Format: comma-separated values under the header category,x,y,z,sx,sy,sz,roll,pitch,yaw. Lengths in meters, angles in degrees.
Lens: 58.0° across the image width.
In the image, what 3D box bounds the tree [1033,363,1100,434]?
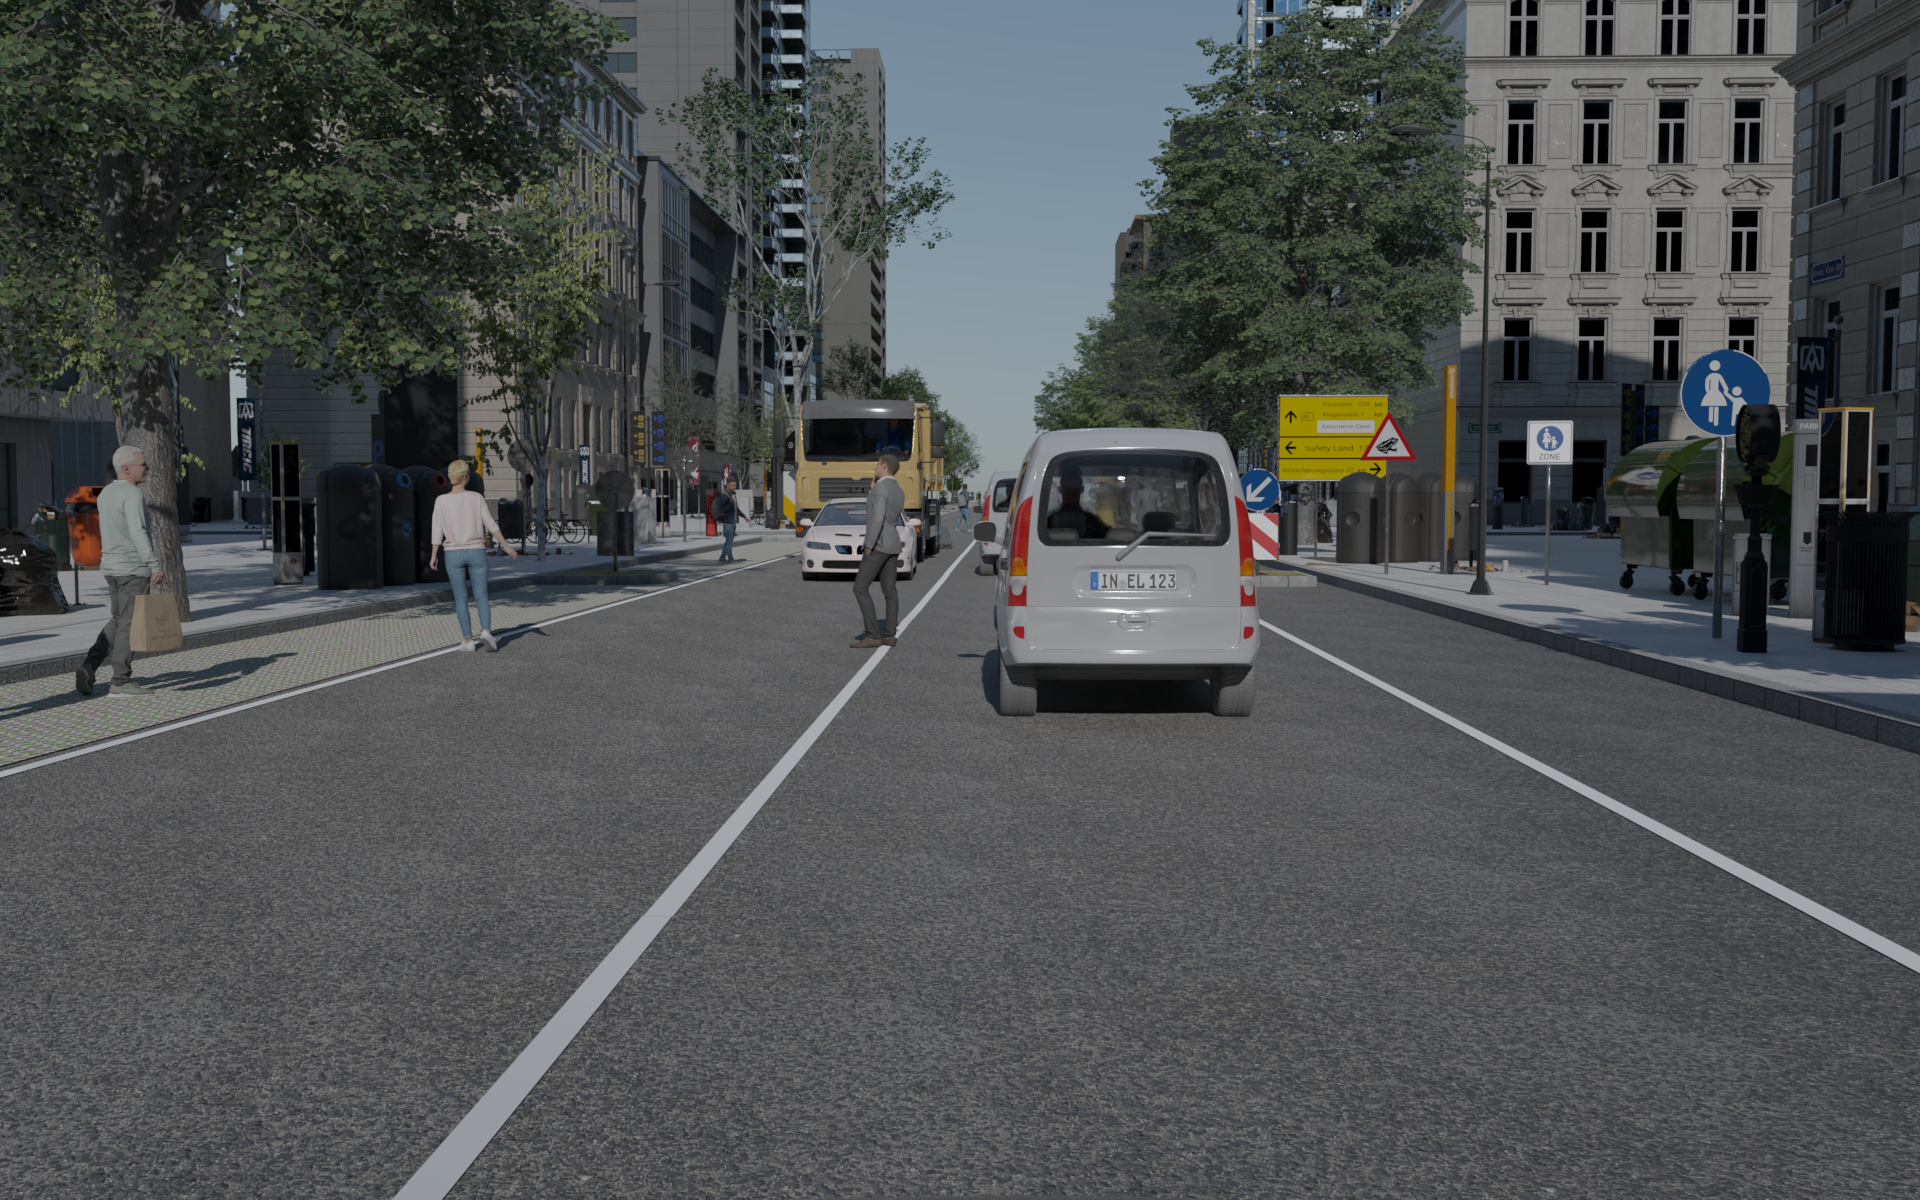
category,x,y,z,sx,sy,sz,roll,pitch,yaw
tree,11.632,-15.979,167.911,9.857,13.997,8.962,0,3,0

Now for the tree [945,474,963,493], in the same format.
category,x,y,z,sx,sy,sz,roll,pitch,yaw
tree,-1.068,-17.925,276.789,4.285,4.588,4.351,0,3,0

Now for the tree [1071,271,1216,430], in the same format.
category,x,y,z,sx,sy,sz,roll,pitch,yaw
tree,9.420,-10.413,88.377,7.486,12.596,7.792,0,3,0

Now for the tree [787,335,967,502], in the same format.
category,x,y,z,sx,sy,sz,roll,pitch,yaw
tree,-5.558,-10.200,101.183,8.767,10.594,7.601,-3,5,-43

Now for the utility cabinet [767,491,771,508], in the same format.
category,x,y,z,sx,sy,sz,roll,pitch,yaw
utility cabinet,-14.400,-7.594,132.846,0.318,1.500,1.173,2,4,25

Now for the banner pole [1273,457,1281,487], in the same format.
category,x,y,z,sx,sy,sz,roll,pitch,yaw
banner pole,18.949,-6.952,103.677,0.863,3.779,0.401,0,4,4

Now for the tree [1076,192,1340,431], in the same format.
category,x,y,z,sx,sy,sz,roll,pitch,yaw
tree,9.550,-9.583,67.053,12.009,13.543,11.850,0,3,0

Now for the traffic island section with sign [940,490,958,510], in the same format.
category,x,y,z,sx,sy,sz,roll,pitch,yaw
traffic island section with sign,-1.458,-9.296,160.624,1.989,1.847,2.006,0,4,2

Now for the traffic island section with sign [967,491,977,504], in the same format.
category,x,y,z,sx,sy,sz,roll,pitch,yaw
traffic island section with sign,2.009,-15.999,270.216,1.989,1.847,2.006,0,4,2

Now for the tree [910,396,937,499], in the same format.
category,x,y,z,sx,sy,sz,roll,pitch,yaw
tree,-4.260,-10.856,127.865,4.360,8.622,3.978,0,3,0

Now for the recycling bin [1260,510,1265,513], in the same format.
category,x,y,z,sx,sy,sz,roll,pitch,yaw
recycling bin,14.270,-4.145,80.325,0.722,1.027,0.722,2,4,26

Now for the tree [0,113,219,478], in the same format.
category,x,y,z,sx,sy,sz,roll,pitch,yaw
tree,-15.517,-4.991,31.959,4.737,8.622,4.395,0,3,0

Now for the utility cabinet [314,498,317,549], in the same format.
category,x,y,z,sx,sy,sz,roll,pitch,yaw
utility cabinet,-14.561,-1.794,40.486,0.306,1.237,1.020,2,4,32

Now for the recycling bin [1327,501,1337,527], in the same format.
category,x,y,z,sx,sy,sz,roll,pitch,yaw
recycling bin,14.752,-3.351,67.346,0.722,1.027,0.722,-2,4,-26

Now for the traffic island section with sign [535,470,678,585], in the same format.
category,x,y,z,sx,sy,sz,roll,pitch,yaw
traffic island section with sign,-5.650,-1.188,28.047,1.989,1.847,2.006,0,4,2

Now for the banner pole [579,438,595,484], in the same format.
category,x,y,z,sx,sy,sz,roll,pitch,yaw
banner pole,-16.549,-5.333,77.209,0.863,3.779,0.401,-1,4,-12

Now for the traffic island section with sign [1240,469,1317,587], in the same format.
category,x,y,z,sx,sy,sz,roll,pitch,yaw
traffic island section with sign,4.567,-1.170,27.757,1.989,1.847,2.006,0,4,2

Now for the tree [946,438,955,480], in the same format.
category,x,y,z,sx,sy,sz,roll,pitch,yaw
tree,-2.517,-15.559,204.746,4.360,8.622,3.978,0,3,0

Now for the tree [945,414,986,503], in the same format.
category,x,y,z,sx,sy,sz,roll,pitch,yaw
tree,-1.185,-21.601,263.539,12.009,13.543,11.850,0,3,0

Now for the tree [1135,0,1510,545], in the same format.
category,x,y,z,sx,sy,sz,roll,pitch,yaw
tree,8.610,-8.363,43.390,9.857,13.997,8.962,0,3,0

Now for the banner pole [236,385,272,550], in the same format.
category,x,y,z,sx,sy,sz,roll,pitch,yaw
banner pole,-16.113,-3.027,39.508,0.863,3.779,0.401,1,4,11

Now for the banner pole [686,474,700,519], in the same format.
category,x,y,z,sx,sy,sz,roll,pitch,yaw
banner pole,-13.489,-5.985,87.865,0.863,3.779,0.401,0,4,-6

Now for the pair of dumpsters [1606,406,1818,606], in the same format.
category,x,y,z,sx,sy,sz,roll,pitch,yaw
pair of dumpsters,9.469,-1.151,21.311,1.574,2.255,4.437,0,4,2

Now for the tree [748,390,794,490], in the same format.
category,x,y,z,sx,sy,sz,roll,pitch,yaw
tree,-13.043,-10.488,121.844,4.737,8.622,4.395,0,3,0

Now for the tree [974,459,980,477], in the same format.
category,x,y,z,sx,sy,sz,roll,pitch,yaw
tree,-0.282,-21.933,293.018,8.767,10.594,7.601,1,4,19

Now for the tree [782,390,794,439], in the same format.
category,x,y,z,sx,sy,sz,roll,pitch,yaw
tree,-11.407,-9.870,111.733,4.360,8.622,3.978,0,3,0

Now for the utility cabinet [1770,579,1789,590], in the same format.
category,x,y,z,sx,sy,sz,roll,pitch,yaw
utility cabinet,11.101,-0.763,23.645,0.306,1.237,1.020,-2,4,-23

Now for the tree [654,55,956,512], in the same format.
category,x,y,z,sx,sy,sz,roll,pitch,yaw
tree,-5.613,-13.275,72.938,12.611,20.169,13.585,0,3,0

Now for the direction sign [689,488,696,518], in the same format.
category,x,y,z,sx,sy,sz,roll,pitch,yaw
direction sign,-14.619,-6.268,94.471,0.876,3.537,0.379,2,4,29

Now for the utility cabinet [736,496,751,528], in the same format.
category,x,y,z,sx,sy,sz,roll,pitch,yaw
utility cabinet,-8.507,-3.351,65.945,1.020,1.237,0.306,0,4,1

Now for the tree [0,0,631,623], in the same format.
category,x,y,z,sx,sy,sz,roll,pitch,yaw
tree,-7.938,-6.743,16.911,9.857,13.997,8.962,0,3,0

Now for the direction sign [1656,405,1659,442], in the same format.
category,x,y,z,sx,sy,sz,roll,pitch,yaw
direction sign,17.394,-3.199,44.307,0.876,3.537,0.379,0,4,4

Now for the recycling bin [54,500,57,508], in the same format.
category,x,y,z,sx,sy,sz,roll,pitch,yaw
recycling bin,-61.120,-6.336,116.151,0.722,1.027,0.722,-1,4,-11

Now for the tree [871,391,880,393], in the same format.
category,x,y,z,sx,sy,sz,roll,pitch,yaw
tree,-5.562,-10.274,118.347,4.737,8.622,4.395,0,3,0

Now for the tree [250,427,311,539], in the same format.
category,x,y,z,sx,sy,sz,roll,pitch,yaw
tree,-19.814,-3.384,49.925,1.663,3.219,1.824,0,3,0

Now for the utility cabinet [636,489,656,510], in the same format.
category,x,y,z,sx,sy,sz,roll,pitch,yaw
utility cabinet,-14.764,-4.493,82.132,1.173,1.500,0.318,-1,4,-10

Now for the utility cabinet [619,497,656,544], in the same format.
category,x,y,z,sx,sy,sz,roll,pitch,yaw
utility cabinet,-8.303,-2.043,44.561,1.020,1.237,0.306,2,4,30

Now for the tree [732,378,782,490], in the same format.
category,x,y,z,sx,sy,sz,roll,pitch,yaw
tree,-13.394,-9.497,105.632,4.360,8.622,3.978,0,3,0

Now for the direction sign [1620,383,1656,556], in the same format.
category,x,y,z,sx,sy,sz,roll,pitch,yaw
direction sign,13.827,-2.671,35.661,0.876,3.537,0.379,-3,5,-40

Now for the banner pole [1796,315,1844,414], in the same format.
category,x,y,z,sx,sy,sz,roll,pitch,yaw
banner pole,12.081,-2.099,24.334,0.863,3.779,0.401,-1,4,-9

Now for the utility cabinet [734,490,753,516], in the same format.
category,x,y,z,sx,sy,sz,roll,pitch,yaw
utility cabinet,-11.172,-4.869,88.288,1.173,1.500,0.318,-1,4,-14

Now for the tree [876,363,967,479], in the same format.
category,x,y,z,sx,sy,sz,roll,pitch,yaw
tree,-4.626,-14.394,152.343,9.611,12.733,9.660,0,3,0

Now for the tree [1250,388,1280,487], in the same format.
category,x,y,z,sx,sy,sz,roll,pitch,yaw
tree,17.521,-8.893,95.764,4.360,8.622,3.978,0,3,0

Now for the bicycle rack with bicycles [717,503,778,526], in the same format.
category,x,y,z,sx,sy,sz,roll,pitch,yaw
bicycle rack with bicycles,-8.807,-3.487,70.395,2.925,0.926,2.852,-2,4,-29

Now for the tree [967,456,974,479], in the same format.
category,x,y,z,sx,sy,sz,roll,pitch,yaw
tree,-3.923,-14.622,173.479,7.601,10.594,8.767,-1,4,-19

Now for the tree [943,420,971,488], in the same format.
category,x,y,z,sx,sy,sz,roll,pitch,yaw
tree,-2.237,-18.780,232.815,9.928,11.665,9.643,0,3,0

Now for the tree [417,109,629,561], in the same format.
category,x,y,z,sx,sy,sz,roll,pitch,yaw
tree,-8.215,-5.067,33.205,4.737,8.622,4.395,0,3,0

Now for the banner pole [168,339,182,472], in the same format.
category,x,y,z,sx,sy,sz,roll,pitch,yaw
banner pole,-10.957,-2.083,24.075,0.401,3.779,0.863,0,4,-6

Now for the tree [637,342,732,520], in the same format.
category,x,y,z,sx,sy,sz,roll,pitch,yaw
tree,-13.524,-8.212,84.627,4.360,8.622,3.978,0,3,0

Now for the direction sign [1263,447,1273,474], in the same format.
category,x,y,z,sx,sy,sz,roll,pitch,yaw
direction sign,14.982,-5.647,84.320,0.379,3.537,0.876,3,5,40

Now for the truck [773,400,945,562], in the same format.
category,x,y,z,sx,sy,sz,roll,pitch,yaw
truck,-1.890,-2.604,38.503,3.469,3.379,9.791,0,4,2

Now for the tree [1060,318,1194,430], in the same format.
category,x,y,z,sx,sy,sz,roll,pitch,yaw
tree,9.631,-10.469,96.922,9.928,11.665,9.643,0,3,0

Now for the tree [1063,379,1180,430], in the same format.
category,x,y,z,sx,sy,sz,roll,pitch,yaw
tree,11.119,-11.439,121.435,8.767,10.594,7.601,-2,4,-35

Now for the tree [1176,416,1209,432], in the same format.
category,x,y,z,sx,sy,sz,roll,pitch,yaw
tree,16.559,-11.016,130.480,4.737,8.622,4.395,0,3,0

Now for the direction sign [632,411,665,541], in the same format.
category,x,y,z,sx,sy,sz,roll,pitch,yaw
direction sign,-8.494,-3.384,47.326,0.876,3.537,0.379,0,4,3
